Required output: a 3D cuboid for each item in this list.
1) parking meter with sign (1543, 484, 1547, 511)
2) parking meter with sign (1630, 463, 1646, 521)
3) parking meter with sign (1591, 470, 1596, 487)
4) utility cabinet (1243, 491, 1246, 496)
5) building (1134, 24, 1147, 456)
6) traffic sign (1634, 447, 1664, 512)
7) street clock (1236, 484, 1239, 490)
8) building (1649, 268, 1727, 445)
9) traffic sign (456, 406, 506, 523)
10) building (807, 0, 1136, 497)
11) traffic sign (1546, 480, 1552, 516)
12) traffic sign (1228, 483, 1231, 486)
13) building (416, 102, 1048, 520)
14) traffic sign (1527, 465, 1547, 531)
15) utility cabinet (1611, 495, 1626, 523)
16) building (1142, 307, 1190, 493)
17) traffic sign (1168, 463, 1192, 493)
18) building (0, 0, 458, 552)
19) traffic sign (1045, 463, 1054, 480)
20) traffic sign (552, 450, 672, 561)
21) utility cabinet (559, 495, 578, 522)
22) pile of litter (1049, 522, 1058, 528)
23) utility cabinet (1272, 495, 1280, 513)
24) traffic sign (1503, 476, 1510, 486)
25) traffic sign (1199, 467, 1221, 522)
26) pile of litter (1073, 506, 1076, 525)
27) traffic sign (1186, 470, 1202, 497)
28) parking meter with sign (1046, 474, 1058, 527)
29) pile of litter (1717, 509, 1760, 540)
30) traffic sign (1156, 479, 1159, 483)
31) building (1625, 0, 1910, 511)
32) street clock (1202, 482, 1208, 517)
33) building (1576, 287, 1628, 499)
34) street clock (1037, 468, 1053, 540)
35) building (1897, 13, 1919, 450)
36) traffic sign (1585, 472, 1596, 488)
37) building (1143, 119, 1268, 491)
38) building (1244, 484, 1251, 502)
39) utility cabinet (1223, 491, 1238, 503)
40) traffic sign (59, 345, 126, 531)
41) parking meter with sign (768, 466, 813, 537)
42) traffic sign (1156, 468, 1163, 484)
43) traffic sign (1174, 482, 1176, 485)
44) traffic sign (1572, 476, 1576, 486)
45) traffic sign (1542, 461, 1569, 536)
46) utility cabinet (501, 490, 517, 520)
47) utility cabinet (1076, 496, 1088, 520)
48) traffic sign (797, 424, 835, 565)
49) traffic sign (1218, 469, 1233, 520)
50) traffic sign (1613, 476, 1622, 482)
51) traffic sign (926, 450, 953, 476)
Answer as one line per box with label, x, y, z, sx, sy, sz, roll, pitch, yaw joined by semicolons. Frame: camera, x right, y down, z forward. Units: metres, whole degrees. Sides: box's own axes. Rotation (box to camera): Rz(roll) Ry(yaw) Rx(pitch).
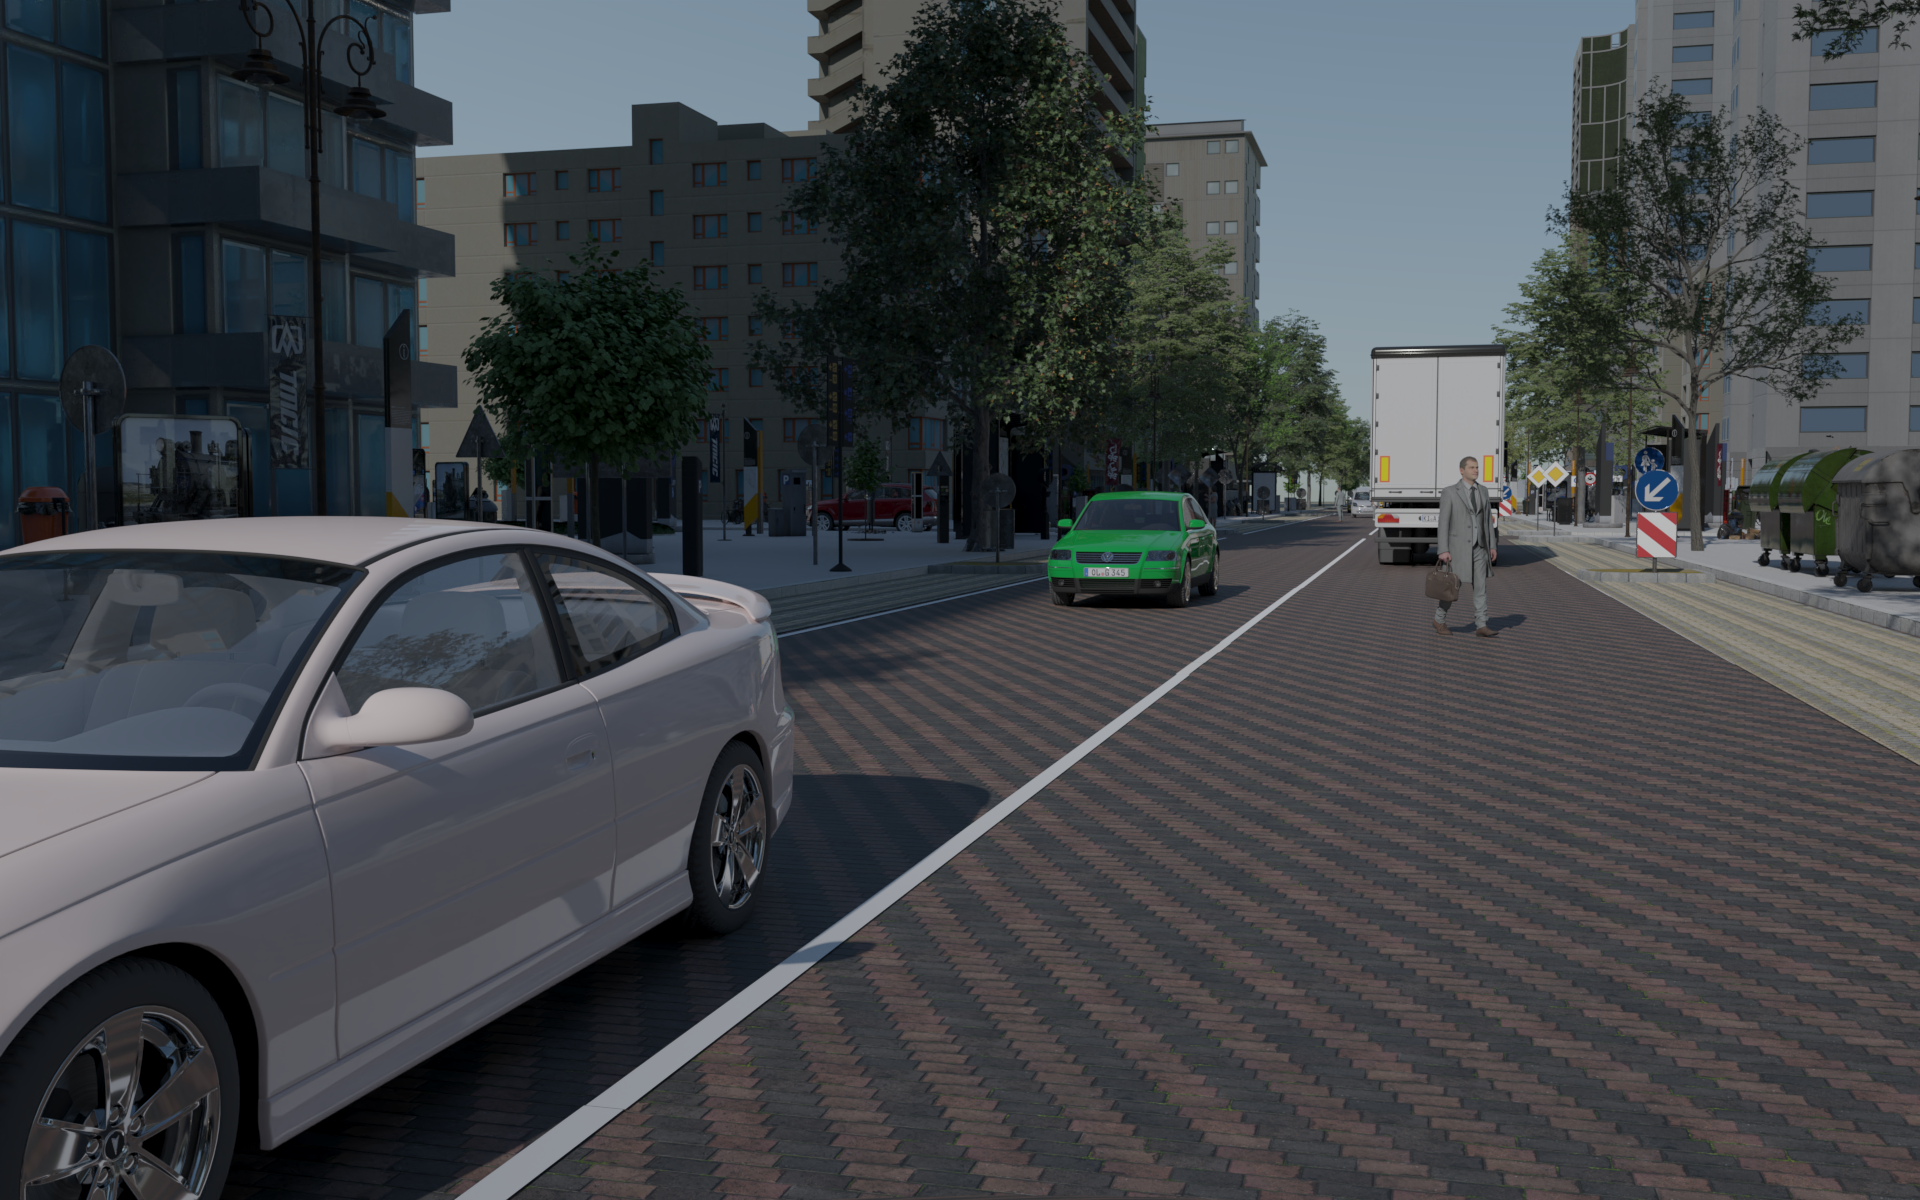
parking meter with sign;44.302;-8.289;131.790;1.738;3.016;0.543;2;4;25
parking meter with sign;33.273;-5.335;83.489;1.738;3.016;0.543;1;4;19
parking meter with sign;45.476;-7.836;124.374;0.543;3.016;1.738;3;4;36
utility cabinet;18.917;-6.618;116.880;1.173;1.500;0.318;-2;4;-34
building;7.811;-28.421;148.275;14.154;41.232;14.086;1;4;15
traffic sign;18.783;-2.885;47.274;0.768;2.556;0.104;1;4;17
street clock;20.662;-7.566;128.273;0.358;2.002;0.471;3;5;44
building;73.686;-18.239;143.246;27.650;21.520;28.899;1;4;15
traffic sign;-7.001;-1.545;25.257;0.884;2.594;0.081;1;4;22
building;0.904;-30.973;130.105;21.300;48.544;21.600;1;4;15
traffic sign;34.319;-6.131;100.340;0.768;2.556;0.104;1;4;21
traffic sign;17.512;-7.030;114.945;0.884;2.594;0.081;1;4;16
building;-11.279;-15.583;99.828;27.650;21.520;28.899;1;4;15
traffic sign;20.105;-3.461;60.222;0.795;2.450;0.064;1;4;15
utility cabinet;29.063;-4.000;76.557;1.020;1.237;0.306;-3;5;-42
building;7.087;-19.953;171.276;27.650;21.520;28.899;1;4;15
traffic sign;7.035;-3.170;55.467;0.795;2.450;0.064;1;4;15
building;-29.358;-25.690;39.646;30.456;49.044;23.786;1;4;15
traffic sign;3.051;-3.913;63.975;0.884;2.594;0.081;2;4;24
traffic sign;-5.466;-2.010;26.735;2.265;3.308;0.079;1;4;20
utility cabinet;-17.478;-4.061;77.553;1.020;1.237;0.306;3;4;36
pile of litter;2.901;-3.117;64.933;1.719;0.858;1.176;1;4;15
utility cabinet;20.894;-6.406;115.896;1.020;1.237;0.306;-1;4;-11
traffic sign;39.131;-7.616;124.624;0.768;2.556;0.104;2;4;24
traffic sign;9.103;-3.642;63.181;0.795;2.450;0.064;1;4;15
pile of litter;4.689;-3.648;73.606;1.176;0.858;1.719;0;4;4
traffic sign;12.069;-5.471;89.456;0.884;2.594;0.081;2;4;25
parking meter with sign;3.461;-4.313;66.771;1.738;3.016;0.543;1;4;12
pile of litter;22.298;-2.158;49.256;1.719;0.858;1.176;-1;4;-12
traffic sign;10.485;-5.413;89.691;0.795;2.450;0.064;1;4;23
building;77.408;-38.461;170.844;21.231;58.520;28.212;1;4;15
street clock;11.919;-4.870;84.190;0.358;2.002;0.471;0;4;8
building;92.816;-28.643;240.018;14.160;30.474;14.107;1;4;15
street clock;2.400;-2.704;48.775;0.358;2.002;0.471;3;4;36
building;59.728;-34.624;108.103;21.231;58.520;28.212;1;4;15
traffic sign;36.651;-6.157;100.771;0.768;2.556;0.104;1;4;18
building;28.706;-40.430;250.270;28.713;52.752;27.495;1;4;15
building;32.947;-35.733;276.120;32.217;40.220;23.993;1;4;15
utility cabinet;17.230;-6.242;110.734;1.173;1.500;0.318;2;4;24
traffic sign;-7.419;-0.898;14.794;0.768;2.556;0.104;1;4;23
parking meter with sign;-5.062;-3.443;52.547;0.543;3.016;1.738;3;5;41
traffic sign;9.918;-5.170;84.638;0.768;2.556;0.104;1;4;22
traffic sign;11.959;-5.939;97.203;0.768;2.556;0.104;1;4;19
traffic sign;34.996;-5.881;98.287;0.606;2.300;0.079;1;4;22
traffic sign;18.037;-2.989;52.508;0.795;2.450;0.064;1;4;15
utility cabinet;-21.915;-4.616;84.149;0.318;1.500;1.173;1;4;8
utility cabinet;3.705;-2.550;52.852;0.306;1.237;1.020;1;4;8
traffic sign;-2.619;-1.908;31.300;0.768;2.556;0.104;2;4;24
traffic sign;13.361;-5.331;87.269;0.768;2.556;0.104;1;4;21
traffic sign;36.024;-5.687;95.115;0.606;2.300;0.079;1;4;15
traffic sign;-0.602;-3.153;51.555;0.884;2.594;0.081;1;4;22
